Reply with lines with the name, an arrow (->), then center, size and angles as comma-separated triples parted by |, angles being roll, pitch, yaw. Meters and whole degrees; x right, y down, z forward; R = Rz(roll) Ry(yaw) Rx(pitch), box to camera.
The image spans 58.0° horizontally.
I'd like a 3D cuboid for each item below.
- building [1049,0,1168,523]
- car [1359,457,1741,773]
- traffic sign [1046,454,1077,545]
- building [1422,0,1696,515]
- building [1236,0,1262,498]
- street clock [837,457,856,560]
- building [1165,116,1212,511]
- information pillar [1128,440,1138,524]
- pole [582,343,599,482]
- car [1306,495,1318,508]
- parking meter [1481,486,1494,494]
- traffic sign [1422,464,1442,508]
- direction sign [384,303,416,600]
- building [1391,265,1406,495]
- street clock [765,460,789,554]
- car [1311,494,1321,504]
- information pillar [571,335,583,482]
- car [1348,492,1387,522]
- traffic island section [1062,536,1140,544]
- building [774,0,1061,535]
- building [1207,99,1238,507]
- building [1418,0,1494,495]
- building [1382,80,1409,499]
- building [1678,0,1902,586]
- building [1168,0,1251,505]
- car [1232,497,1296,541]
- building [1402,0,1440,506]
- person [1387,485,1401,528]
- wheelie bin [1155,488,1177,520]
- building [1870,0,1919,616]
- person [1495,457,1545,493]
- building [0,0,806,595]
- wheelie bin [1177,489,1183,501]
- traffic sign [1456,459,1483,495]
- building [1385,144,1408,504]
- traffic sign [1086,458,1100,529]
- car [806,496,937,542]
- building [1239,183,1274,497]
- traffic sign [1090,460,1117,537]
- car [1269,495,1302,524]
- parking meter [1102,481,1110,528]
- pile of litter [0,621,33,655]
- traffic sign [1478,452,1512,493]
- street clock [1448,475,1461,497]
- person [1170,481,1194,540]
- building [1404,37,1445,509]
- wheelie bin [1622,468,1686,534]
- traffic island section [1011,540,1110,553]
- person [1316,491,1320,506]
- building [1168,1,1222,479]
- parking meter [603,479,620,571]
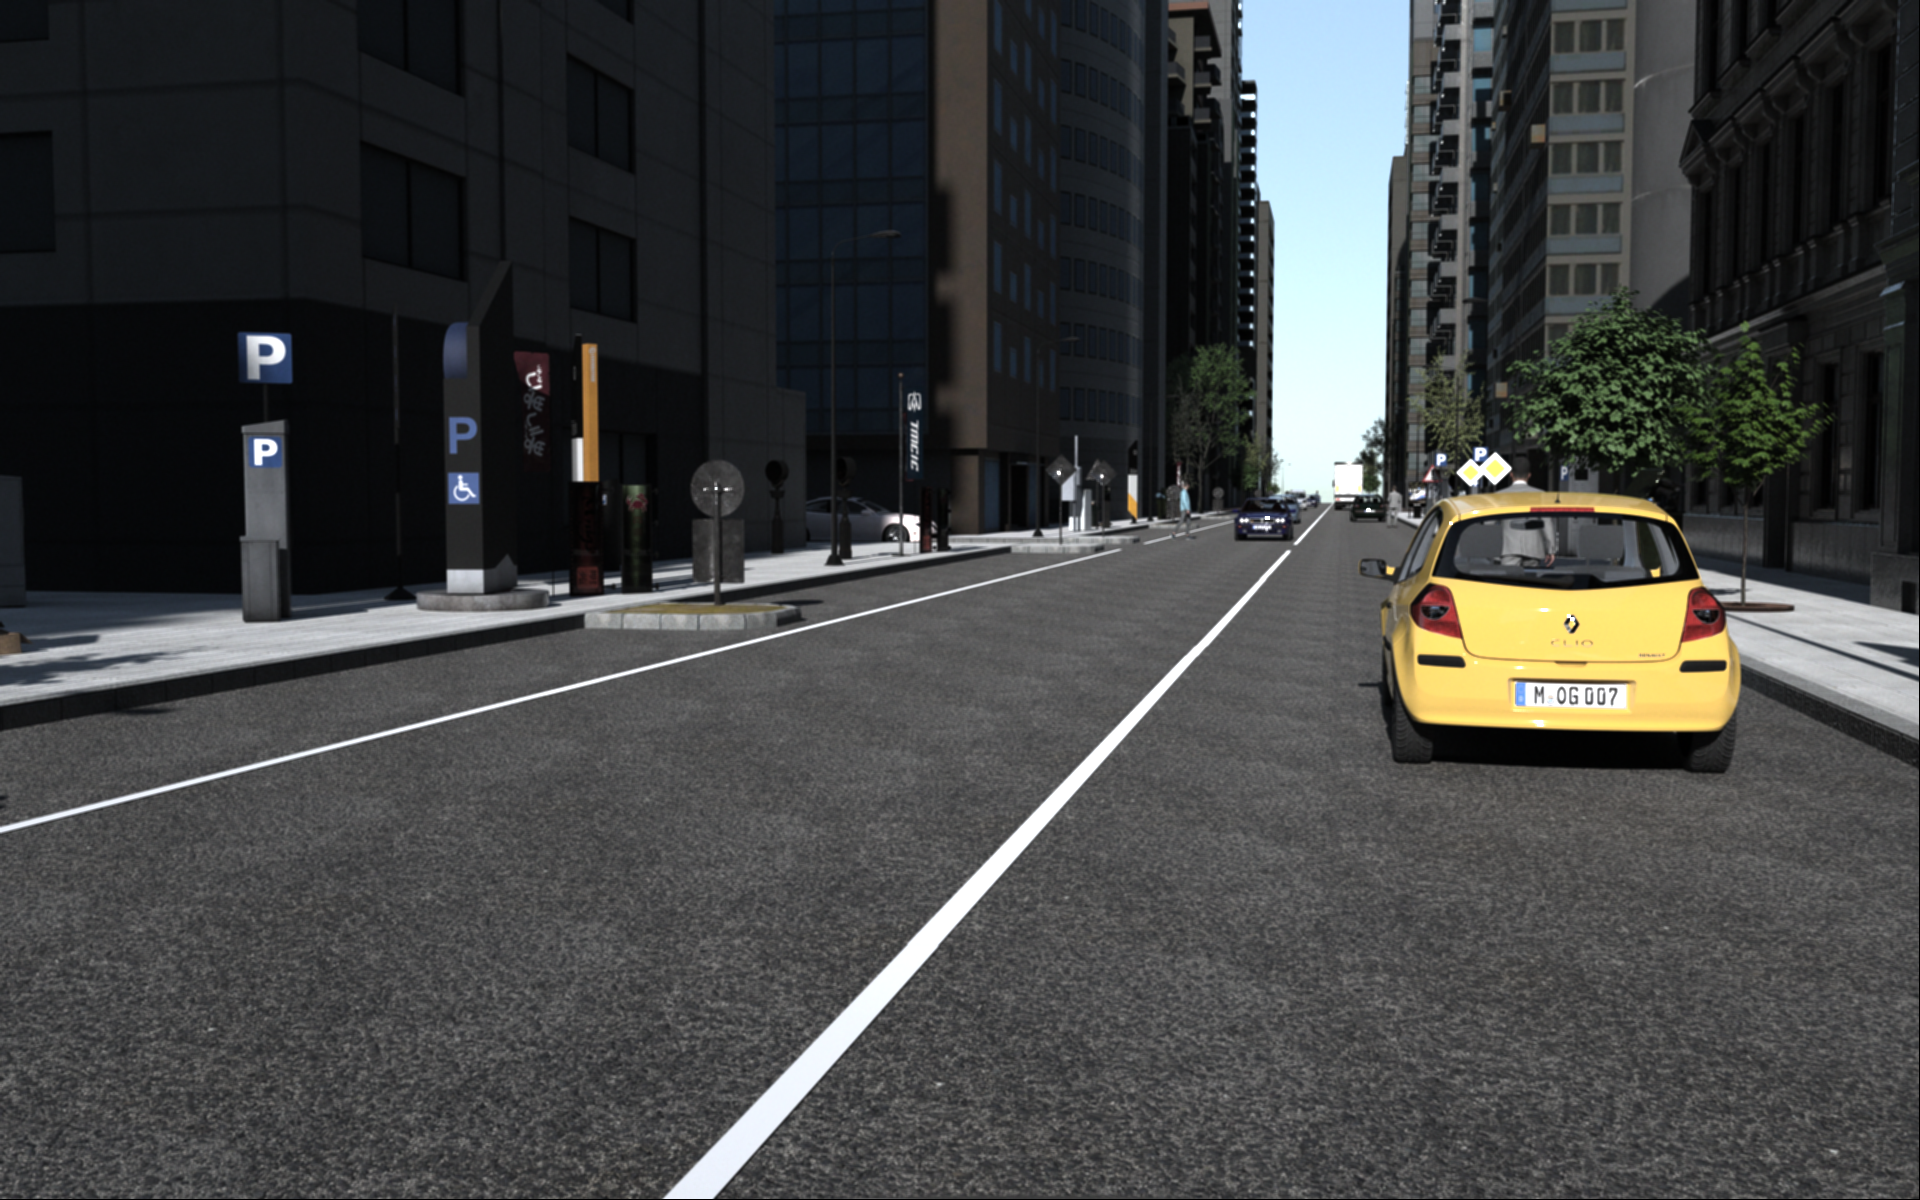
building -> -1.101, -33.493, 89.611 | 21.231, 58.520, 28.212 | 1, 4, 12
car -> 3.440, -0.013, 10.441 | 2.015, 1.641, 3.980 | 1, 4, 12
traffic sign -> 2.535, -2.439, 43.525 | 0.795, 2.450, 0.064 | 1, 4, 12
building -> 43.997, -24.974, 100.199 | 32.217, 40.220, 23.993 | 1, 4, 12
building -> 32.144, -57.049, 245.427 | 22.319, 86.520, 31.000 | 1, 4, 12
street clock -> -2.256, -1.799, 33.991 | 0.358, 2.002, 0.471 | -3, 4, -39
building -> 11.769, -22.139, 133.679 | 14.160, 30.474, 14.107 | 1, 4, 12
information pillar -> 7.420, -5.072, 74.280 | 0.504, 3.616, 0.183 | -3, 4, -39
pole -> -5.027, -1.821, 23.612 | 0.158, 3.312, 0.155 | 0, 3, 0
car -> 36.770, -10.400, 182.612 | 1.945, 1.354, 3.894 | 1, 4, 12
parking meter -> 16.033, -2.710, 52.715 | 0.372, 1.533, 0.369 | 0, 3, 0
traffic sign -> 20.645, -4.631, 75.724 | 0.884, 2.594, 0.081 | 1, 4, 18
direction sign -> -6.820, -1.774, 21.001 | 0.379, 3.537, 0.876 | -1, 4, -20
building -> 61.603, -27.277, 217.676 | 14.160, 30.474, 14.107 | 1, 4, 12
street clock -> -3.917, -1.991, 37.130 | 0.471, 2.002, 0.358 | 2, 4, 32
car -> 53.967, -15.383, 263.506 | 2.014, 1.417, 4.499 | 1, 4, 12
information pillar -> -5.683, -2.104, 25.748 | 0.183, 3.616, 0.504 | -1, 4, -22
car -> 21.244, -4.919, 90.207 | 2.009, 1.686, 4.222 | 1, 4, 10
traffic island section -> 4.229, -1.780, 51.390 | 2.009, 0.180, 2.903 | 1, 4, 12
building -> -4.381, -25.124, 60.885 | 14.600, 45.320, 14.200 | 1, 4, 12
building -> 20.189, -30.092, 175.605 | 14.154, 41.232, 14.086 | 1, 4, 12
building -> 48.495, -31.494, 134.533 | 23.786, 49.044, 30.456 | 1, 4, 12
building -> 75.454, -57.846, 258.454 | 22.319, 86.520, 31.000 | 1, 4, 12
building -> 18.449, -9.978, 27.770 | 10.561, 19.102, 19.286 | 1, 4, 12
building -> 26.928, -47.854, 220.667 | 20.563, 71.187, 20.611 | 1, 4, 12
car -> 9.551, -2.552, 54.311 | 1.945, 1.354, 3.894 | 1, 4, 12
building -> 56.477, -38.846, 177.135 | 21.231, 58.520, 28.212 | 1, 4, 12
person -> 18.495, -3.990, 73.937 | 0.606, 1.804, 0.583 | 0, 4, -8
wheelie bin -> 10.195, -4.822, 86.744 | 0.693, 1.594, 0.980 | 2, 4, 32
building -> 13.143, -9.814, 9.611 | 9.793, 20.994, 18.267 | 1, 4, 12
person -> 5.401, -0.488, 16.753 | 0.678, 1.792, 0.850 | 1, 4, 16
building -> -15.967, -36.312, 31.952 | 20.611, 71.187, 20.563 | 1, 4, 12
wheelie bin -> 12.729, -5.616, 99.725 | 0.693, 1.594, 0.980 | 2, 4, 31
traffic sign -> 14.449, -2.778, 49.063 | 0.795, 2.450, 0.064 | 1, 4, 12
building -> 68.792, -37.314, 233.792 | 21.300, 48.544, 21.600 | 1, 4, 12
traffic sign -> 5.011, -3.867, 63.233 | 0.884, 2.594, 0.081 | 1, 4, 13
car -> -2.950, -2.155, 47.600 | 4.827, 1.381, 2.083 | 1, 4, 12
building -> 37.989, -39.668, 272.278 | 21.300, 48.544, 21.600 | 1, 4, 12
traffic sign -> 4.254, -2.916, 51.323 | 0.795, 2.450, 0.064 | 1, 4, 12
car -> 15.663, -4.427, 84.388 | 2.014, 1.417, 4.499 | 1, 4, 14
parking meter -> 5.473, -3.617, 64.845 | 0.255, 1.863, 0.399 | 0, 4, -5
pile of litter -> -8.086, 0.003, 13.921 | 1.176, 0.858, 1.719 | 0, 4, -5
traffic sign -> 12.730, -2.301, 41.265 | 0.795, 2.450, 0.064 | 1, 4, 12
street clock -> 18.433, -3.669, 64.560 | 0.358, 2.002, 0.471 | -2, 4, -24
person -> 7.028, -2.826, 54.561 | 0.748, 1.841, 0.638 | 1, 4, 21
building -> 47.924, -28.995, 157.657 | 14.154, 41.232, 14.086 | 1, 4, 12
wheelie bin -> 8.538, -0.828, 21.451 | 0.693, 1.594, 0.980 | 0, 4, -4
traffic island section -> 2.510, -1.303, 43.592 | 2.009, 0.180, 2.903 | 1, 4, 12
person -> 43.295, -12.317, 209.867 | 0.705, 1.826, 1.348 | 0, 4, -5
building -> 11.672, -30.618, 155.225 | 22.147, 44.769, 28.867 | 1, 4, 12
parking meter -> -5.854, -1.249, 28.837 | 0.372, 1.533, 0.369 | 0, 3, 0
